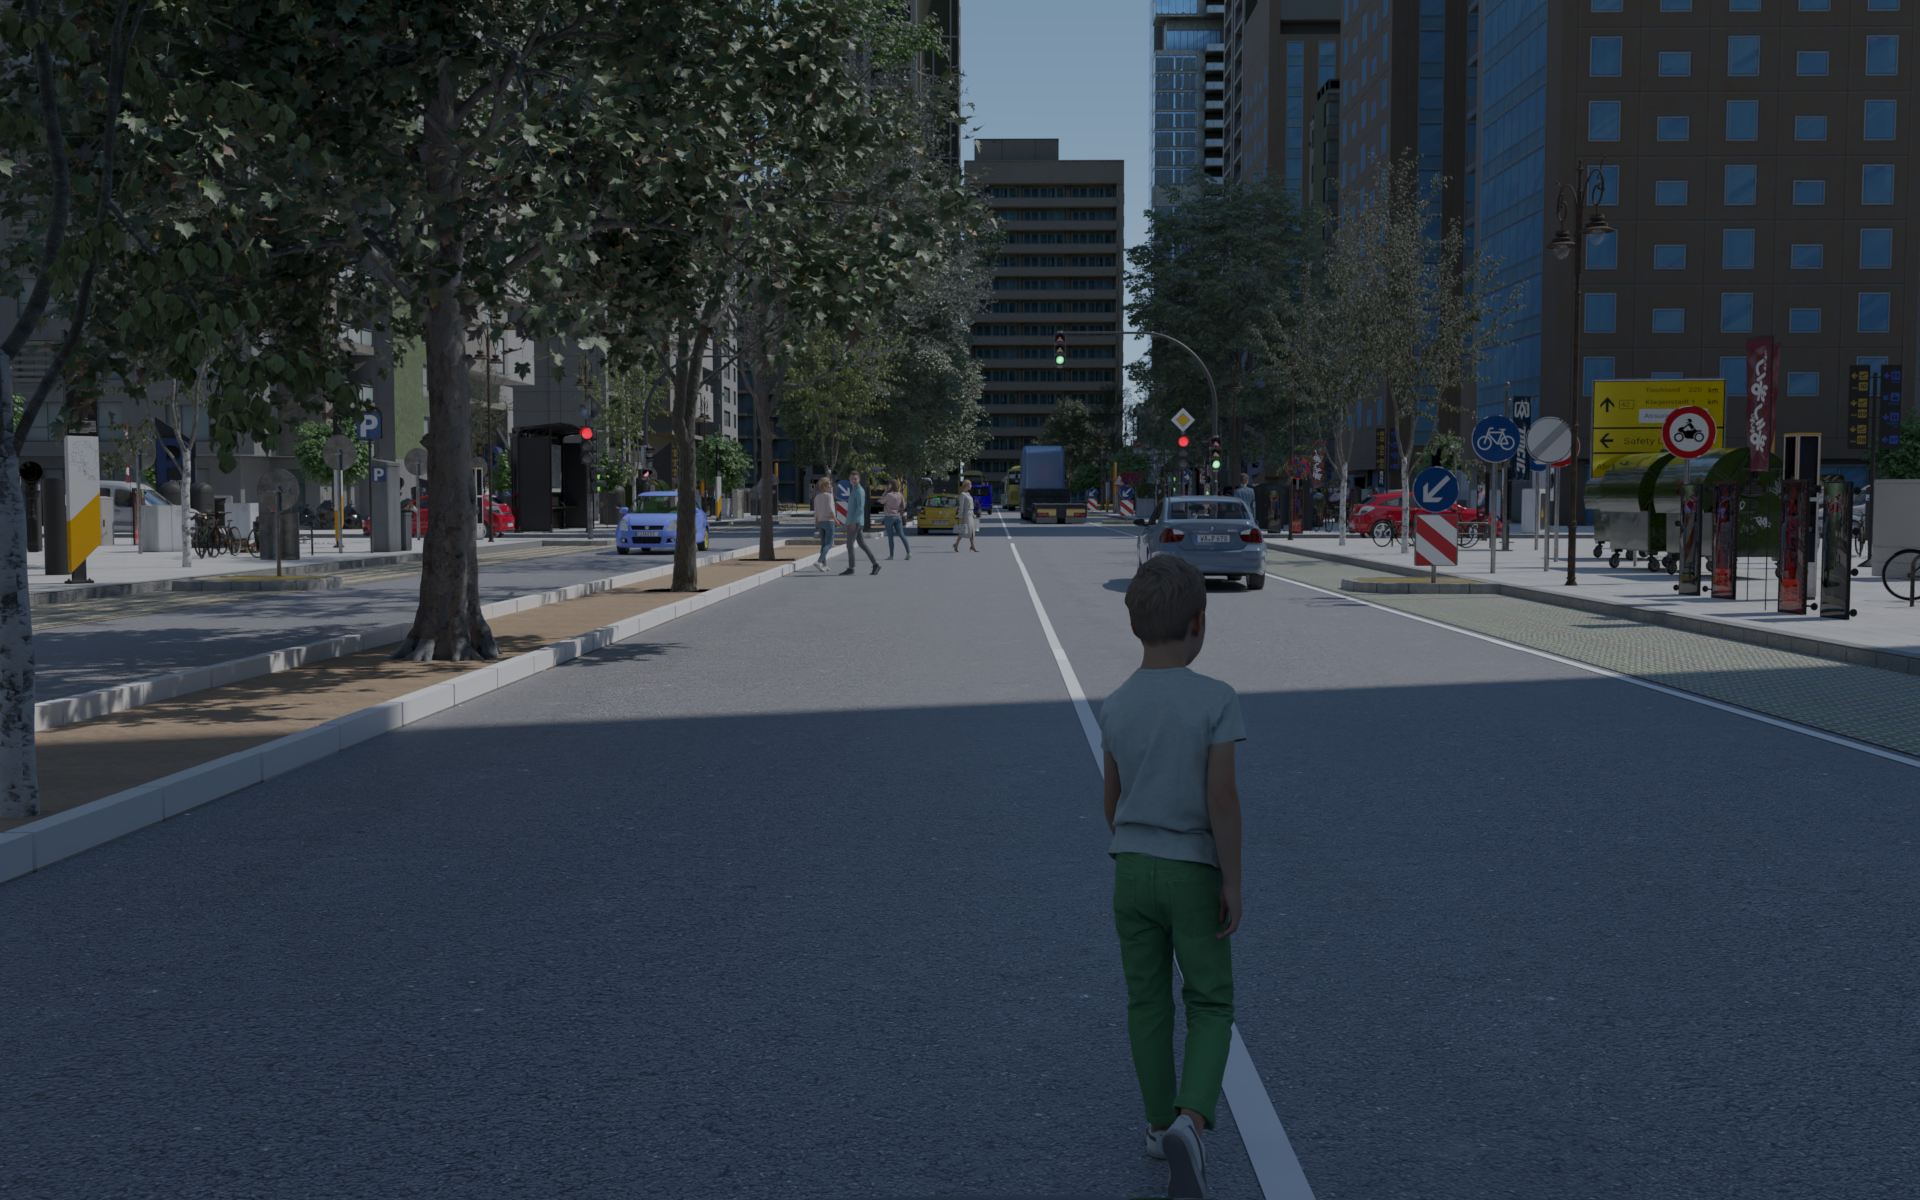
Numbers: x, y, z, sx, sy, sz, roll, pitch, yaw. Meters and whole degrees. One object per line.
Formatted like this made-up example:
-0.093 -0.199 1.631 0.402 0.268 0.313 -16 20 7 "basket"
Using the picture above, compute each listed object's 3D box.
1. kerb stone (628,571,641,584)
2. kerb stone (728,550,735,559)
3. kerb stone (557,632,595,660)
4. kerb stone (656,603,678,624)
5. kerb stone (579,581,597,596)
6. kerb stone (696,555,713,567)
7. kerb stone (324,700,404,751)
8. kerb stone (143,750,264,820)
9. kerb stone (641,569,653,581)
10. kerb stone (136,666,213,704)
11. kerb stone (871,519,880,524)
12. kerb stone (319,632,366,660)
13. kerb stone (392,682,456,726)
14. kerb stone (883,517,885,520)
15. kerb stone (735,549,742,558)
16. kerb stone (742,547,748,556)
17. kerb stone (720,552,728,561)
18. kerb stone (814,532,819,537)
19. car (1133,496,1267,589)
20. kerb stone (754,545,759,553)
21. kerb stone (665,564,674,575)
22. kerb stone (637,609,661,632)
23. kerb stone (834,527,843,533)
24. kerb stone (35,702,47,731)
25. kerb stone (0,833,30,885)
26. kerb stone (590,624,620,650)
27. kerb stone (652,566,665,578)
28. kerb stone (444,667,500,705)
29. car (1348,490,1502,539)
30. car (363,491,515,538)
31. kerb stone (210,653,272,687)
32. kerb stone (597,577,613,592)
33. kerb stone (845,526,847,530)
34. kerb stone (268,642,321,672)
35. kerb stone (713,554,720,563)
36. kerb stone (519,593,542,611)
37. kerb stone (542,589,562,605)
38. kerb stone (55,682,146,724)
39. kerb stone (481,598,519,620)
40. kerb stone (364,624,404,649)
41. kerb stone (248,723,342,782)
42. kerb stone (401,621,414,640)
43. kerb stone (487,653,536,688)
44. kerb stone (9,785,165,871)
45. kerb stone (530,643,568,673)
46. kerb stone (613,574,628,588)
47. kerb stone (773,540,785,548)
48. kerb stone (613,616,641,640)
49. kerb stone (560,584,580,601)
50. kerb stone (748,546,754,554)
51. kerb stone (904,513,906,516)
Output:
-5.291 -0.330 27.616 0.120 0.150 1.000 0 4 1 "kerb stone"
-5.117 -0.959 37.867 0.120 0.150 1.000 0 4 1 "kerb stone"
-3.418 0.422 15.291 0.120 0.150 1.000 0 4 1 "kerb stone"
-3.344 0.171 19.401 0.120 0.150 1.000 0 4 1 "kerb stone"
-5.354 -0.143 24.534 0.120 0.150 1.000 0 4 1 "kerb stone"
-5.158 -0.768 34.789 0.120 0.150 1.000 0 4 1 "kerb stone"
-3.501 0.737 10.150 0.120 0.150 1.000 0 4 1 "kerb stone"
-3.541 0.862 8.101 0.120 0.150 1.000 0 4 1 "kerb stone"
-5.274 -0.389 28.638 0.120 0.150 1.000 0 4 1 "kerb stone"
-5.572 0.610 12.217 0.120 0.150 1.000 0 4 1 "kerb stone"
-4.238 -3.939 86.595 0.120 0.150 1.000 0 4 1 "kerb stone"
-5.513 0.422 15.294 0.120 0.150 1.000 0 4 1 "kerb stone"
-3.484 0.675 11.181 0.120 0.150 1.000 0 4 1 "kerb stone"
-4.165 -4.190 90.704 0.120 0.150 1.000 0 4 1 "kerb stone"
-5.089 -1.020 38.895 0.120 0.150 1.000 0 4 1 "kerb stone"
-5.074 -1.084 39.922 0.120 0.150 1.000 0 4 1 "kerb stone"
-5.128 -0.892 36.842 0.120 0.150 1.000 0 4 1 "kerb stone"
-4.757 -2.181 57.859 0.120 0.150 1.000 0 4 1 "kerb stone"
3.763 -0.939 27.350 2.014 1.417 4.499 0 4 2 "car"
-5.036 -1.209 41.968 0.120 0.150 1.000 0 4 1 "kerb stone"
-5.236 -0.520 30.691 0.120 0.150 1.000 0 4 1 "kerb stone"
-3.357 0.236 18.366 0.120 0.150 1.000 0 4 1 "kerb stone"
-4.601 -2.683 66.067 0.120 0.150 1.000 0 4 1 "kerb stone"
-5.604 0.735 10.174 0.120 0.150 1.000 0 4 1 "kerb stone"
-3.579 0.987 6.055 0.120 0.150 1.000 0 4 1 "kerb stone"
-3.392 0.359 16.318 0.120 0.150 1.000 0 4 1 "kerb stone"
-5.256 -0.457 29.659 0.120 0.150 1.000 0 4 1 "kerb stone"
-3.466 0.612 12.213 0.120 0.150 1.000 0 4 1 "kerb stone"
13.763 -2.573 51.107 4.494 1.783 2.155 0 4 2 "car"
-15.819 -2.657 52.479 4.494 1.783 2.155 0 4 1 "car"
-5.546 0.548 13.239 0.120 0.150 1.000 0 4 1 "kerb stone"
-5.326 -0.204 25.556 0.120 0.150 1.000 0 4 1 "kerb stone"
-4.593 -2.743 67.094 0.120 0.150 1.000 0 4 1 "kerb stone"
-5.536 0.485 14.264 0.120 0.150 1.000 0 4 1 "kerb stone"
-5.149 -0.832 35.819 0.120 0.150 1.000 0 4 1 "kerb stone"
-5.398 0.046 21.436 0.120 0.150 1.000 0 4 1 "kerb stone"
-5.386 -0.013 22.467 0.120 0.150 1.000 0 4 1 "kerb stone"
-5.585 0.673 11.196 0.120 0.150 1.000 0 4 1 "kerb stone"
-5.422 0.109 20.407 0.120 0.150 1.000 0 4 1 "kerb stone"
-5.495 0.360 16.315 0.120 0.150 1.000 0 4 1 "kerb stone"
-3.518 0.803 9.123 0.120 0.150 1.000 0 4 1 "kerb stone"
-5.479 0.297 17.337 0.120 0.150 1.000 0 4 1 "kerb stone"
-3.449 0.548 13.235 0.120 0.150 1.000 0 4 1 "kerb stone"
-3.558 0.925 7.079 0.120 0.150 1.000 0 4 1 "kerb stone"
-3.434 0.491 14.264 0.120 0.150 1.000 0 4 1 "kerb stone"
-5.303 -0.269 26.589 0.120 0.150 1.000 0 4 1 "kerb stone"
-4.949 -1.523 47.099 0.120 0.150 1.000 0 4 1 "kerb stone"
-3.377 0.297 17.340 0.120 0.150 1.000 0 4 1 "kerb stone"
-5.367 -0.080 23.497 0.120 0.150 1.000 0 4 1 "kerb stone"
-5.049 -1.147 40.946 0.120 0.150 1.000 0 4 1 "kerb stone"
-3.642 -6.008 120.423 0.120 0.150 1.000 0 4 1 "kerb stone"
